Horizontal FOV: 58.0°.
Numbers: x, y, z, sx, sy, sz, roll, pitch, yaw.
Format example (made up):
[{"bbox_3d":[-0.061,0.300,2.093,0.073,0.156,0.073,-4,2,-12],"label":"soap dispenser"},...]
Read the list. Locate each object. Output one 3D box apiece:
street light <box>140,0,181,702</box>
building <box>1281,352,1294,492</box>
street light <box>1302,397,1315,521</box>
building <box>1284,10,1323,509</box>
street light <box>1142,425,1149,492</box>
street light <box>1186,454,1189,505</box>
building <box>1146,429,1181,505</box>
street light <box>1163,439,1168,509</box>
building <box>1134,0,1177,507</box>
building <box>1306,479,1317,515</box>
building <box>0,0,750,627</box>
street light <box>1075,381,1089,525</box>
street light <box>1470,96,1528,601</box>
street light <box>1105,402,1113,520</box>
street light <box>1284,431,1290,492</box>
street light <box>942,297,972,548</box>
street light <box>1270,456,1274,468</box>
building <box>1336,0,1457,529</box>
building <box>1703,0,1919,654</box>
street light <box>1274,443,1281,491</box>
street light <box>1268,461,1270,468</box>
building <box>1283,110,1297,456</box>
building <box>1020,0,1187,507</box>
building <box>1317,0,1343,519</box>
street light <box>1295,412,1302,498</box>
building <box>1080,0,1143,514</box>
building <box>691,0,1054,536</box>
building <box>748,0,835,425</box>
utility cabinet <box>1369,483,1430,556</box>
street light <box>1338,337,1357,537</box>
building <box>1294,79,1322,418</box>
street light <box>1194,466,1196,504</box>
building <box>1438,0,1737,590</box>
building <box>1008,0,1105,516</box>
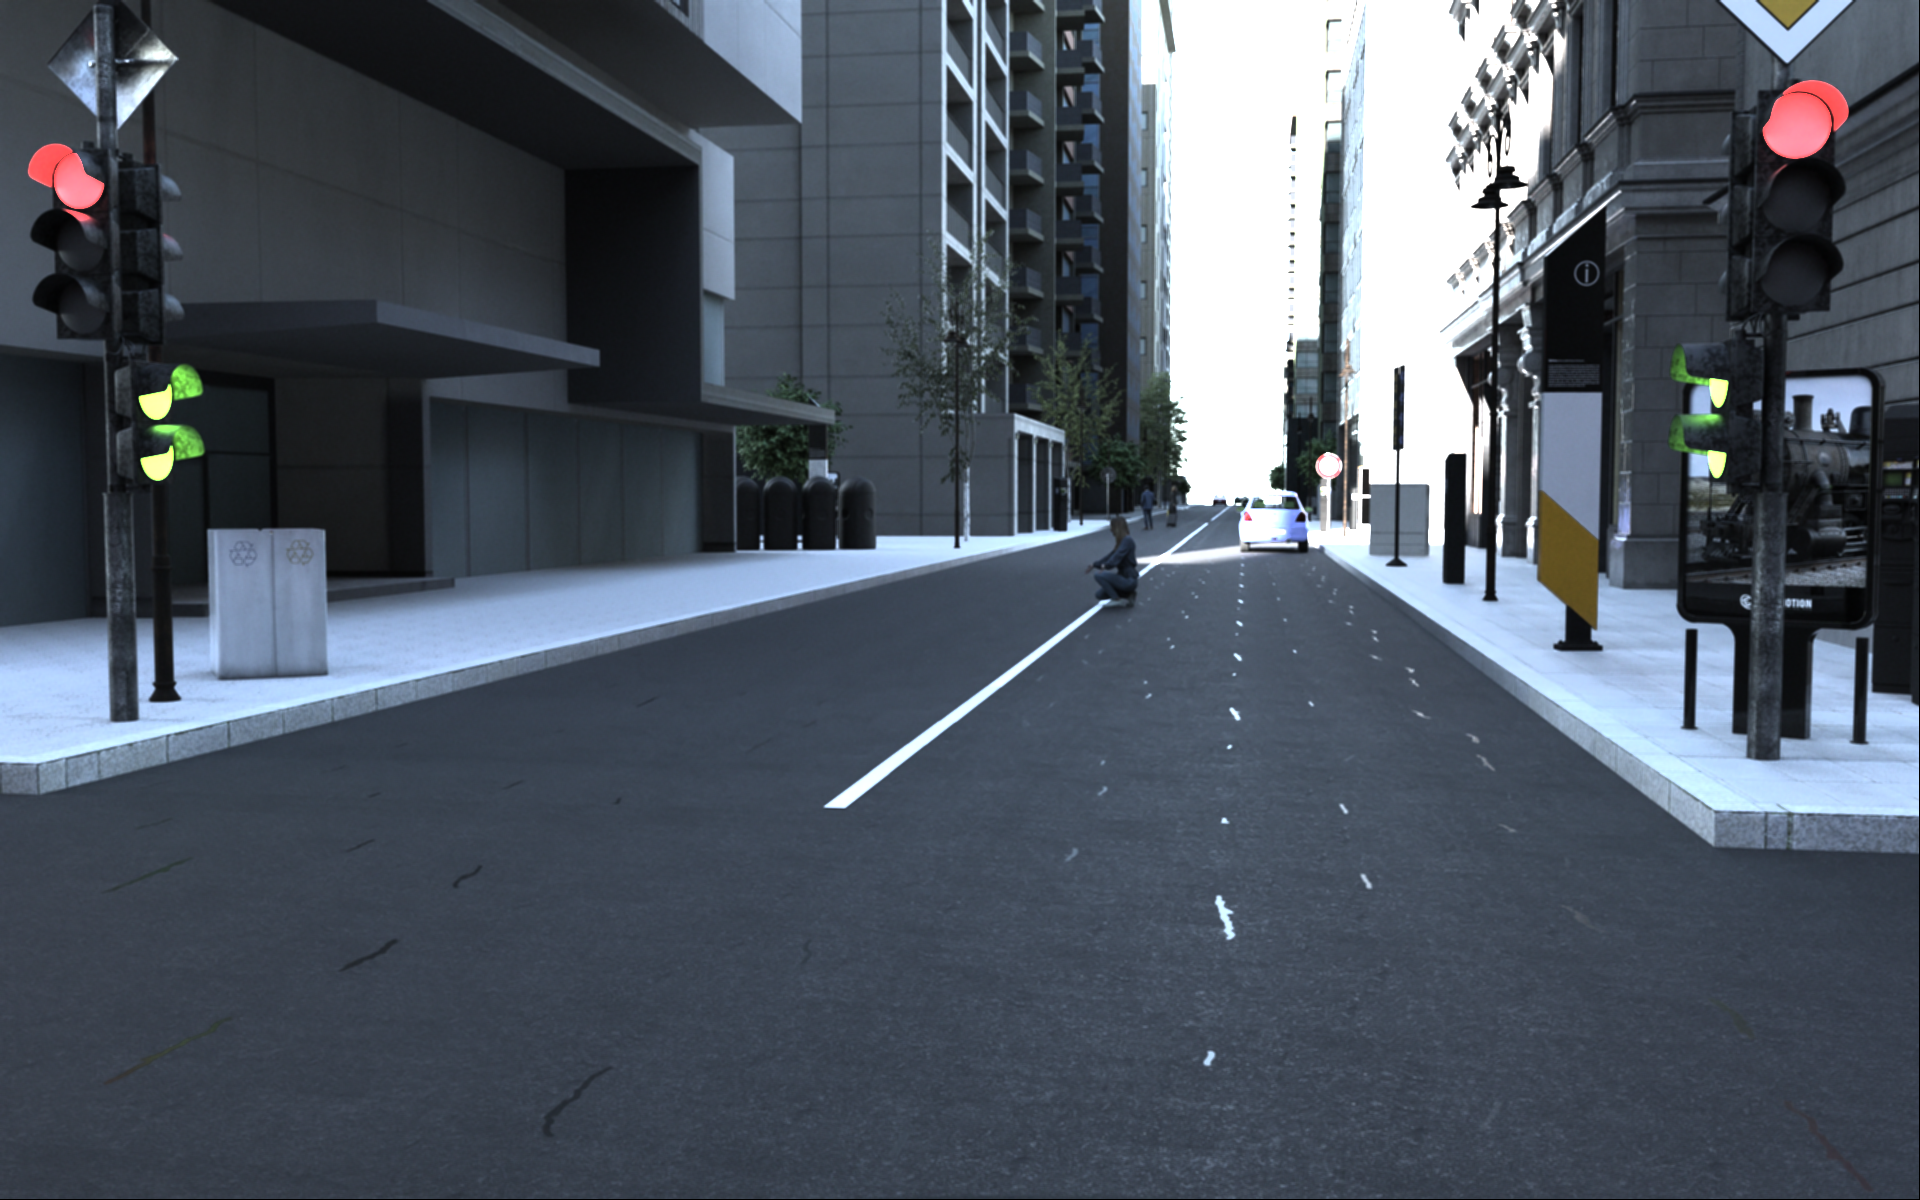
[{"bbox_3d":[-4.939,-2.312,10.581,0.468,5.910,1.993,1,4,9],"label":"street light"},{"bbox_3d":[55.736,-23.116,222.991,27.650,21.520,28.899,1,4,9],"label":"building"},{"bbox_3d":[16.458,-6.643,81.393,0.468,5.910,1.993,1,4,9],"label":"street light"},{"bbox_3d":[37.839,-50.430,137.201,22.319,86.520,31.000,1,4,9],"label":"building"},{"bbox_3d":[12.372,-8.739,115.672,0.468,5.910,1.993,1,4,9],"label":"street light"},{"bbox_3d":[26.014,-13.782,198.122,0.468,5.910,1.993,1,4,9],"label":"street light"},{"bbox_3d":[10.353,-31.606,208.642,32.217,40.220,23.993,1,4,9],"label":"building"},{"bbox_3d":[17.279,-10.581,145.788,0.468,5.910,1.993,1,4,9],"label":"street light"},{"bbox_3d":[7.803,-36.294,182.637,28.713,52.752,27.495,1,4,9],"label":"building"},{"bbox_3d":[39.000,-25.610,110.608,32.217,40.220,23.993,1,4,9],"label":"building"},{"bbox_3d":[-18.110,-26.654,25.027,28.713,52.752,27.495,1,4,9],"label":"building"},{"bbox_3d":[4.981,-6.002,70.913,0.468,5.910,1.993,1,4,9],"label":"street light"},{"bbox_3d":[6.384,-2.929,20.671,0.468,5.910,1.993,1,4,9],"label":"street light"},{"bbox_3d":[7.352,-6.896,85.543,0.468,5.910,1.993,1,4,9],"label":"street light"},{"bbox_3d":[24.051,-9.460,127.463,0.468,5.910,1.993,1,4,9],"label":"street light"},{"bbox_3d":[-0.069,-4.162,40.838,0.468,5.910,1.993,1,4,9],"label":"street light"},{"bbox_3d":[32.396,-12.556,178.080,0.468,5.910,1.993,1,4,9],"label":"street light"},{"bbox_3d":[22.300,-15.498,71.417,12.078,24.808,19.932,1,4,9],"label":"building"},{"bbox_3d":[16.339,-9.026,12.199,19.286,19.102,10.561,1,4,9],"label":"building"},{"bbox_3d":[29.047,-11.300,157.547,0.468,5.910,1.993,1,4,9],"label":"street light"},{"bbox_3d":[37.431,-14.408,208.362,0.468,5.910,1.993,1,4,9],"label":"street light"},{"bbox_3d":[47.713,-32.976,193.786,22.147,44.769,28.867,1,4,9],"label":"building"},{"bbox_3d":[19.861,-48.381,229.287,20.563,71.187,20.611,1,4,9],"label":"building"},{"bbox_3d":[26.561,-19.693,93.680,14.160,30.474,14.107,1,4,9],"label":"building"},{"bbox_3d":[19.038,-7.614,97.275,0.468,5.910,1.993,1,4,9],"label":"street light"},{"bbox_3d":[5.228,-28.747,120.123,14.600,45.320,14.200,1,4,9],"label":"building"},{"bbox_3d":[-6.752,-38.152,62.037,20.563,71.187,20.611,1,4,9],"label":"building"},{"bbox_3d":[0.648,-33.817,142.149,28.713,52.752,27.495,1,4,9],"label":"building"},{"bbox_3d":[9.077,-1.656,35.756,1.173,1.500,0.318,2,4,30],"label":"utility cabinet"},{"bbox_3d":[11.439,-4.803,51.312,0.468,5.910,1.993,1,4,9],"label":"street light"},{"bbox_3d":[40.624,-29.954,173.334,14.154,41.232,14.086,1,4,9],"label":"building"},{"bbox_3d":[30.982,-15.643,228.553,0.468,5.910,1.993,1,4,9],"label":"street light"},{"bbox_3d":[16.541,-11.660,41.549,10.553,20.767,40.483,1,4,9],"label":"building"},{"bbox_3d":[-3.369,-27.226,99.770,22.147,44.769,28.867,1,4,9],"label":"building"}]
